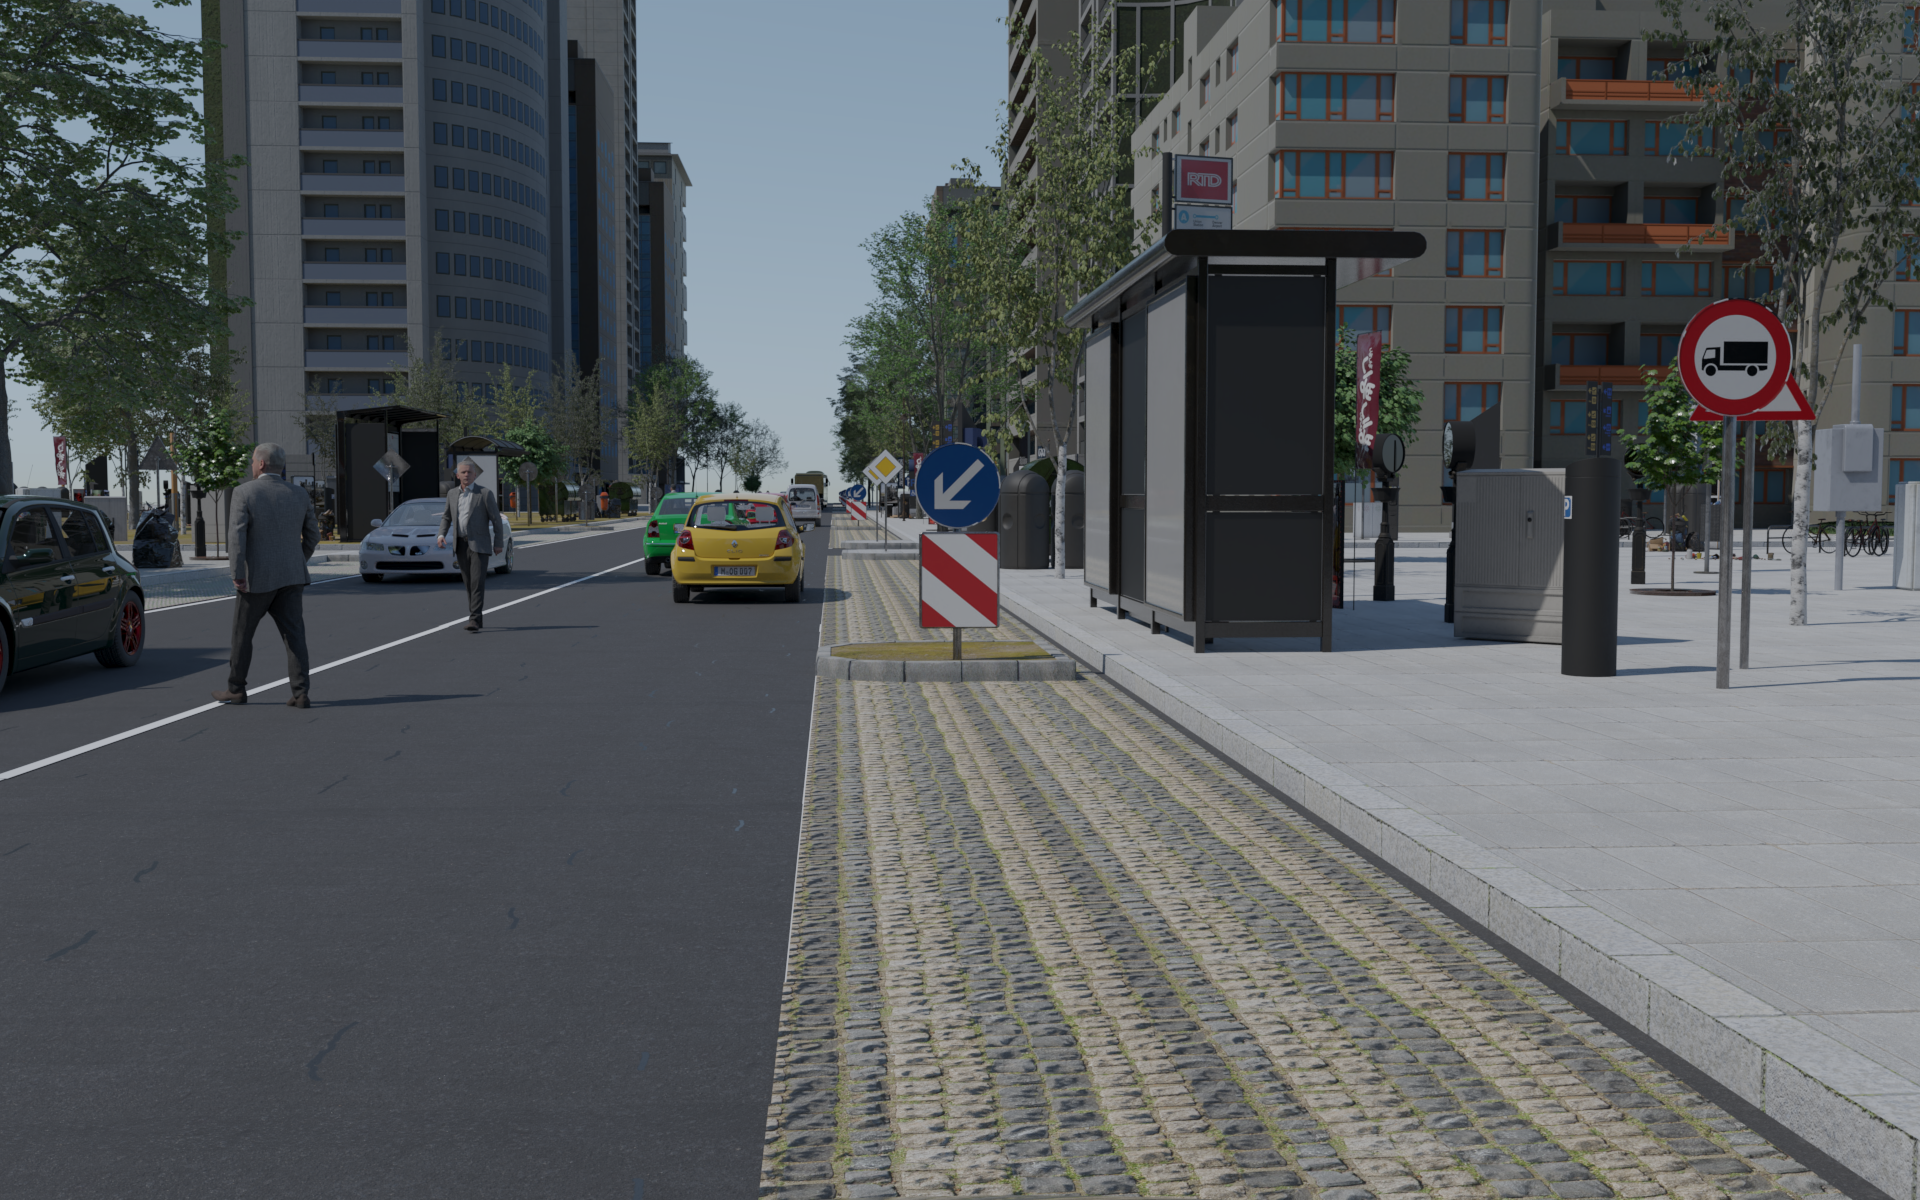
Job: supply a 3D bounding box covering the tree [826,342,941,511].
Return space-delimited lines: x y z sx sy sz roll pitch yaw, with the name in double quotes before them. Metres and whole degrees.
"tree" -5.545 -13.950 134.734 9.857 13.997 8.962 0 3 0

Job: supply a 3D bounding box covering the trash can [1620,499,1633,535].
"trash can" 20.711 -2.603 54.217 0.748 1.137 0.748 0 3 0

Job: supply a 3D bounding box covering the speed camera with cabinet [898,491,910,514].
"speed camera with cabinet" -2.580 -6.550 101.422 2.038 3.252 0.660 1 4 18

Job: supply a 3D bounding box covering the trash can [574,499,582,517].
"trash can" -21.044 -5.138 95.659 0.748 1.137 0.748 0 3 0

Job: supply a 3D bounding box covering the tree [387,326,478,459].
"tree" -23.374 -7.697 76.207 4.360 8.622 3.978 0 3 0

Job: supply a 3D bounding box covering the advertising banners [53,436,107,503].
"advertising banners" -26.382 -3.408 51.914 2.074 3.025 0.090 1 4 22

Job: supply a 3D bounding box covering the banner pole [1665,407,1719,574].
"banner pole" 11.972 -2.326 28.055 0.401 3.779 0.863 -1 4 -19

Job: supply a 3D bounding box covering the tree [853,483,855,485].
"tree" -15.118 -15.808 253.061 1.663 3.219 1.824 0 3 0

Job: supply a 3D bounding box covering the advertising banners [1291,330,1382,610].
"advertising banners" 4.193 -1.426 19.508 0.090 3.025 2.074 -1 4 -16

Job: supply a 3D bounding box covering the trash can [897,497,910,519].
"trash can" -2.946 -4.817 90.407 0.748 1.137 0.748 0 3 0

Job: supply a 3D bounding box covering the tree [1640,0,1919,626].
"tree" 8.436 -4.057 16.699 4.360 8.622 3.978 0 3 0

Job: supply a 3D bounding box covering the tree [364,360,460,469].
"tree" -30.459 -9.058 98.464 4.737 8.622 4.395 0 3 0

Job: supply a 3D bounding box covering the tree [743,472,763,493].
"tree" -31.146 -16.881 259.719 4.285 4.588 4.351 0 3 0

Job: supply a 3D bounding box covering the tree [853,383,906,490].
"tree" -3.923 -9.591 107.168 4.737 8.622 4.395 0 3 0

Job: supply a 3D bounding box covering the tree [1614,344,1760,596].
"tree" 9.010 -1.679 22.049 1.663 3.219 1.824 0 3 0

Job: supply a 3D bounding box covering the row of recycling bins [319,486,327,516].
"row of recycling bins" -31.599 -4.850 86.405 1.069 1.692 3.534 0 4 2

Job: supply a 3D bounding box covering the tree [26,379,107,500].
"tree" -44.548 -8.361 87.067 4.737 8.622 4.395 0 3 0

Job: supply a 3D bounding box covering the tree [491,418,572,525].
"tree" -18.234 -5.470 73.151 4.285 4.588 4.351 0 3 0

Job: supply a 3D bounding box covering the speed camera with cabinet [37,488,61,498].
"speed camera with cabinet" -25.442 -3.212 46.854 0.660 3.252 2.038 2 4 27

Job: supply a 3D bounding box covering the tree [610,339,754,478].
"tree" -23.097 -13.940 138.282 12.009 13.543 11.850 0 3 0

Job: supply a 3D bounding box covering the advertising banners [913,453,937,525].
"advertising banners" -1.096 -4.680 72.712 2.074 3.025 0.090 2 4 31

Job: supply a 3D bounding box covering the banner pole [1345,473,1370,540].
"banner pole" 11.155 -3.589 48.691 0.863 3.779 0.401 -2 4 -24

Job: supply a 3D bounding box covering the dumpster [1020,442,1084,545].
"dumpster" 1.786 -1.869 33.045 1.502 2.255 1.985 0 4 -4

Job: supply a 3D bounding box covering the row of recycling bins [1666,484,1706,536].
"row of recycling bins" 22.966 -2.919 54.833 1.069 1.692 3.534 1 4 12

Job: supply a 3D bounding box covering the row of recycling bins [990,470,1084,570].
"row of recycling bins" 2.407 -1.405 30.083 3.534 1.692 1.069 -1 4 -18

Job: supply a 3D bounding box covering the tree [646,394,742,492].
"tree" -23.508 -13.299 151.845 8.767 10.594 7.601 -1 4 -15

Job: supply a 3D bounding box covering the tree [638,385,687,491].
"tree" -20.708 -10.248 117.920 4.360 8.622 3.978 0 3 0

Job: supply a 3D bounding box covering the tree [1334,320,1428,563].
"tree" 7.212 -3.003 32.818 4.285 4.588 4.351 0 3 0

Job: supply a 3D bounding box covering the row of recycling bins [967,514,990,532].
"row of recycling bins" 1.568 -1.806 36.640 3.534 1.692 1.069 3 5 42

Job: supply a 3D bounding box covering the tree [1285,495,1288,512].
"tree" 16.813 -5.764 88.846 1.663 3.219 1.824 0 3 0

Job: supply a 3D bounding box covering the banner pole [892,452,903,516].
"banner pole" -3.659 -6.932 103.358 0.863 3.779 0.401 0 4 -6

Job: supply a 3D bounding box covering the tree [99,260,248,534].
"tree" -24.758 -6.399 54.982 4.360 8.622 3.978 0 3 0

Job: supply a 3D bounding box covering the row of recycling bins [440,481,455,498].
"row of recycling bins" -16.798 -3.023 56.544 1.069 1.692 3.534 -1 4 -21

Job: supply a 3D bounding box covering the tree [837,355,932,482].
"tree" -4.637 -11.031 114.768 7.601 10.594 8.767 0 4 5

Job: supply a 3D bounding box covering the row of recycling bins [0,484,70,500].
"row of recycling bins" -49.935 -5.280 93.443 3.534 1.692 1.069 -1 4 -19

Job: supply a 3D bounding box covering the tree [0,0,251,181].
"tree" -14.702 -6.559 25.368 7.486 12.596 7.792 0 3 0

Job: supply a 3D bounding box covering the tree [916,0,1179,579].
"tree" 1.464 -4.642 26.252 4.737 8.622 4.395 0 3 0

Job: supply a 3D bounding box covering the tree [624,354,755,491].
"tree" -21.159 -12.367 127.952 9.928 11.665 9.643 0 3 0

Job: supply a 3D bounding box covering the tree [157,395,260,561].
"tree" -14.395 -2.394 33.742 1.663 3.219 1.824 0 3 0

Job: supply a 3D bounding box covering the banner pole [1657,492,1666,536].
"banner pole" 21.664 -3.870 53.298 0.401 3.779 0.863 0 4 8

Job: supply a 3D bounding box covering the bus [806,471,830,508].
"bus" -15.323 -11.647 181.982 2.896 3.916 12.252 0 4 -2

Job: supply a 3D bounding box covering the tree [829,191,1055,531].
"tree" -0.519 -8.201 59.848 9.928 11.665 9.643 0 3 0

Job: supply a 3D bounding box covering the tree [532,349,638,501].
"tree" -19.058 -8.366 87.151 4.360 8.622 3.978 0 3 0

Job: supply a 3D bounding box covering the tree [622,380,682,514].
"tree" -20.142 -9.912 112.420 4.737 8.622 4.395 0 3 0

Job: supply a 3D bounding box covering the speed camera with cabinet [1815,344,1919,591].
"speed camera with cabinet" 12.554 -1.759 23.095 2.038 3.252 0.660 0 4 5

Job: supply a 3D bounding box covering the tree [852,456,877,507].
"tree" -9.149 -13.987 179.050 4.360 8.622 3.978 0 3 0

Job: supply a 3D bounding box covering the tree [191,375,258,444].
"tree" -44.905 -9.495 105.607 4.737 8.622 4.395 0 3 0

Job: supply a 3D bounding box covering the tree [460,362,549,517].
"tree" -24.565 -8.909 96.025 4.737 8.622 4.395 0 3 0

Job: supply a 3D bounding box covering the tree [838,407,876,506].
"tree" -9.586 -16.629 190.014 7.486 12.596 7.792 0 3 0

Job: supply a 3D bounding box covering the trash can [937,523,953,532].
"trash can" -0.444 -2.707 55.907 0.748 1.137 0.748 0 3 0

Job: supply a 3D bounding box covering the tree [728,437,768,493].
"tree" -26.708 -15.857 209.627 4.737 8.622 4.395 0 3 0

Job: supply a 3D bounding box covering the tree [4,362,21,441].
"tree" -44.801 -7.858 78.835 4.360 8.622 3.978 0 3 0

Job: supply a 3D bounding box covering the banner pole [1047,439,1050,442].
"banner pole" 3.869 -5.456 79.216 0.863 3.779 0.401 3 4 39

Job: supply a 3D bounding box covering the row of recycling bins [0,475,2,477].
"row of recycling bins" -14.584 -1.023 23.842 3.534 1.692 1.069 1 4 18

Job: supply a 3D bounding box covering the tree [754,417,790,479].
"tree" -32.476 -22.273 274.539 12.009 13.543 11.850 0 3 0

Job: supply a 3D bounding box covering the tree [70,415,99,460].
"tree" -39.123 -7.946 80.286 4.360 8.622 3.978 0 3 0

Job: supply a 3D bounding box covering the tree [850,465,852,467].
"tree" -13.861 -17.593 238.005 4.737 8.622 4.395 0 3 0

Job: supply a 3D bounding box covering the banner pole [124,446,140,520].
"banner pole" -41.595 -5.925 86.896 0.863 3.779 0.401 -1 4 -12

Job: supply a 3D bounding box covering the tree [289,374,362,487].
"tree" -39.210 -9.609 107.472 4.360 8.622 3.978 0 3 0
